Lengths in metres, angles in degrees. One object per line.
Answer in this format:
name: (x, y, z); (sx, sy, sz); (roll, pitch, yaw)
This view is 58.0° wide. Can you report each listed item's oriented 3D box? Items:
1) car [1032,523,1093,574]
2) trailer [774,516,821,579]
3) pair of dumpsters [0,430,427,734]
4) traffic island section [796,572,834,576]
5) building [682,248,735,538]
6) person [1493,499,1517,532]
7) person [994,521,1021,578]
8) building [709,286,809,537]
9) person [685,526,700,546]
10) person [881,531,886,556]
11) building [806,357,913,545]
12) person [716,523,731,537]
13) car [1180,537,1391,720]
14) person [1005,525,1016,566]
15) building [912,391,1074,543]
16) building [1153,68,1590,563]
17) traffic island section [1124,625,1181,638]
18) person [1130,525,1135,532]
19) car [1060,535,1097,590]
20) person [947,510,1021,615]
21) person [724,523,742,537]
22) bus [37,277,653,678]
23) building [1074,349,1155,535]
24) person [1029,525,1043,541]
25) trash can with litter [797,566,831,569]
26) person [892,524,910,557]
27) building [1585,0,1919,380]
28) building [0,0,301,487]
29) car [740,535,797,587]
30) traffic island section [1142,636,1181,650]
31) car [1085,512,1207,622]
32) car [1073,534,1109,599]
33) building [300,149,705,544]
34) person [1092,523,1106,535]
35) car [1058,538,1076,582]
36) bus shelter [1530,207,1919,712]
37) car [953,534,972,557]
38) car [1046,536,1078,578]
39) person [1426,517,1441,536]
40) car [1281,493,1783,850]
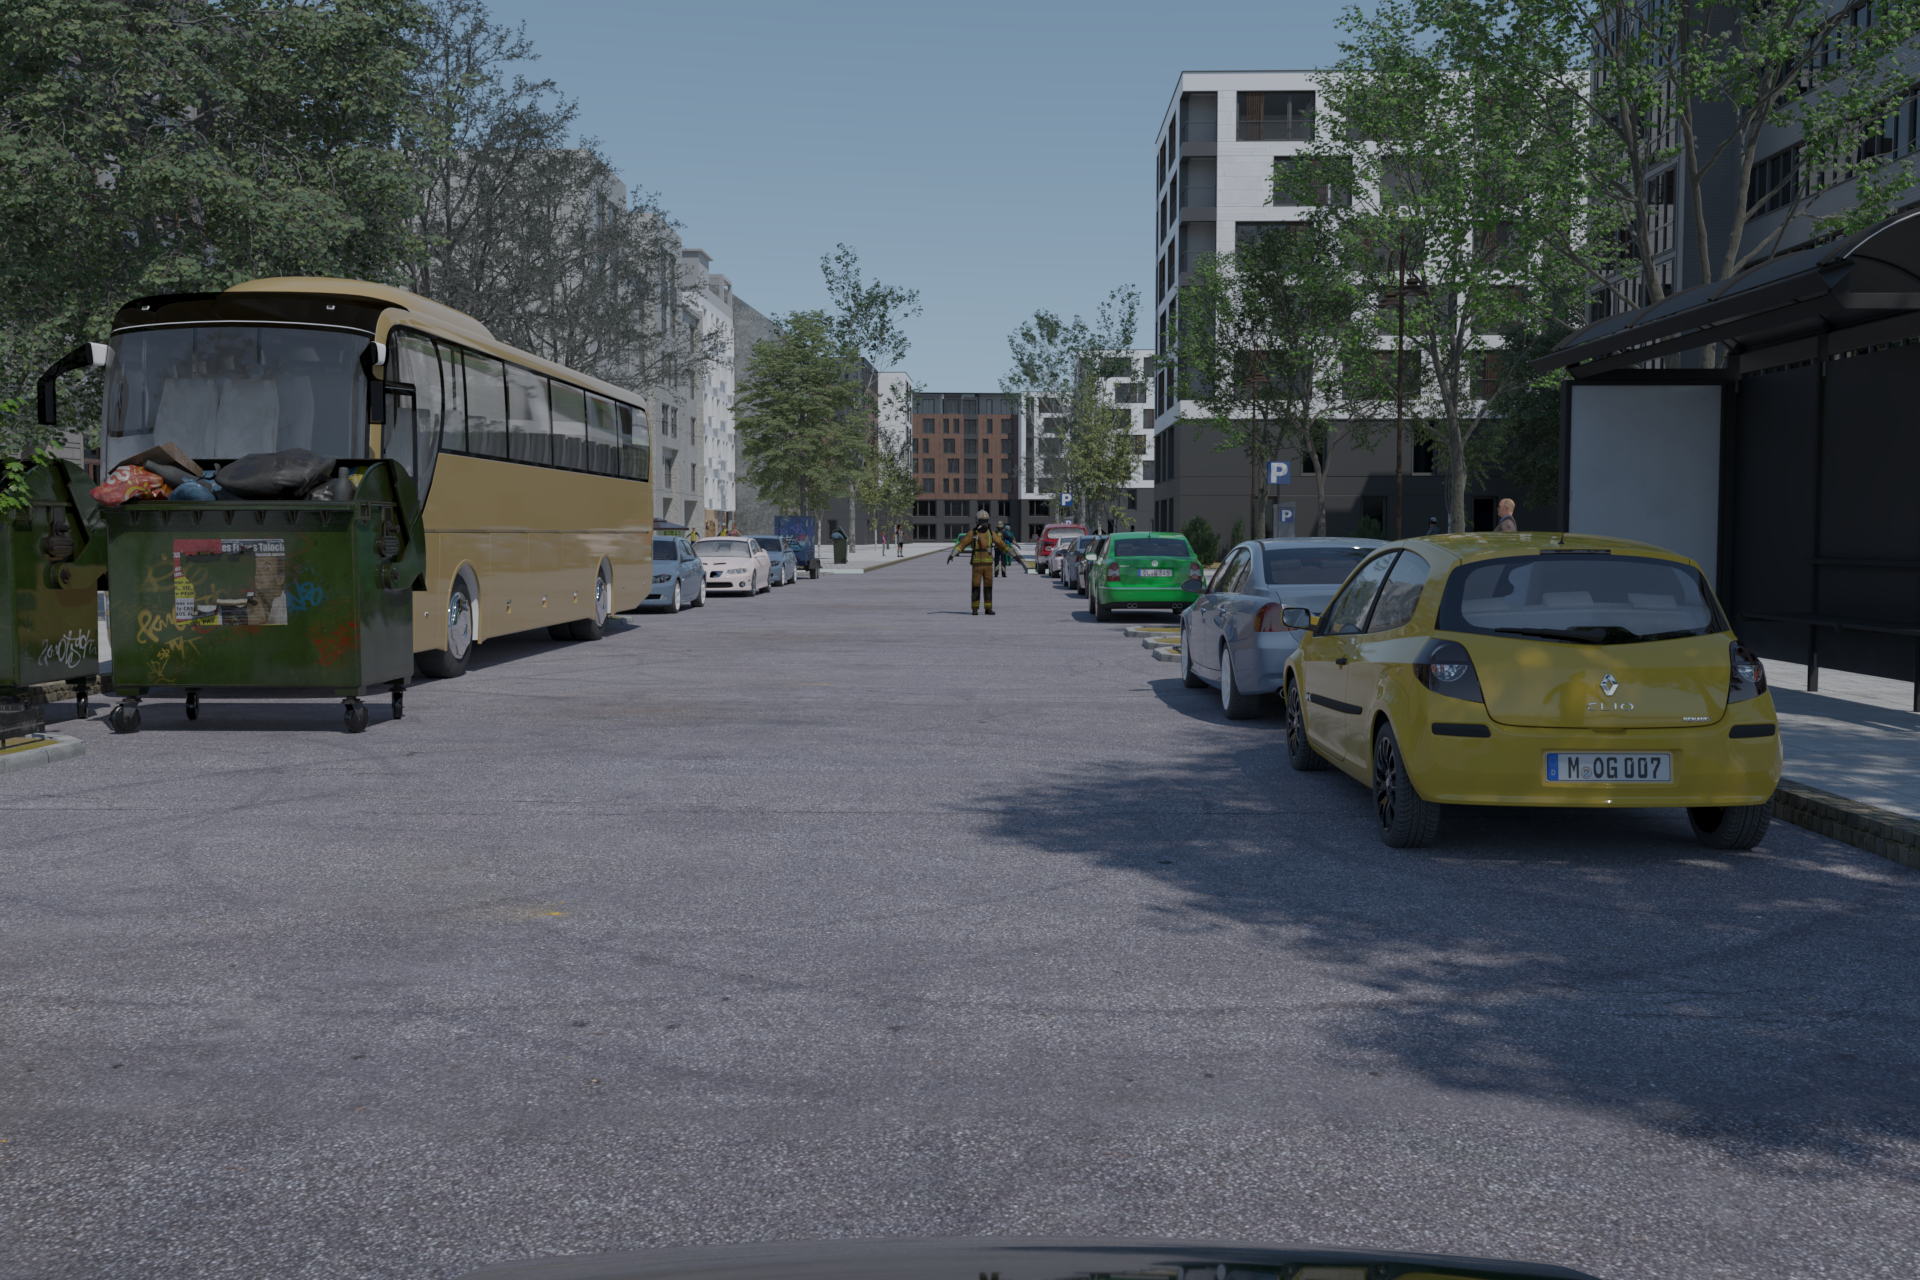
car: (3.794, -3.342, 63.316); (2.281, 1.827, 5.304); (0, 4, 1)
trailer: (-5.282, -2.913, 54.670); (1.471, 1.999, 3.904); (0, 4, 2)
pair of dumpsters: (-6.370, -0.484, 12.858); (4.436, 2.255, 1.574); (0, 4, 2)
traffic island section: (-5.451, -2.311, 60.654); (1.991, 0.108, 1.994); (0, 4, 1)
building: (-22.037, -15.888, 116.185); (16.016, 20.090, 11.380); (0, 4, 1)
person: (7.321, -1.031, 23.450); (0.434, 1.755, 0.990); (1, 4, 22)
person: (1.328, -2.989, 57.109); (1.354, 1.856, 0.705); (0, 4, 8)
building: (-22.529, -18.846, 139.056); (19.493, 23.208, 18.063); (0, 4, 1)
person: (-15.730, -5.838, 101.916); (1.216, 1.772, 0.721); (2, 4, 33)
person: (-4.399, -5.628, 101.283); (0.599, 1.433, 0.991); (0, 4, -5)
building: (-20.866, -22.776, 216.365); (27.936, 21.610, 32.646); (0, 4, 2)
person: (-11.836, -4.940, 86.738); (1.349, 1.833, 0.705); (3, 5, 41)
car: (2.932, -0.162, 14.651); (2.014, 1.417, 4.499); (0, 4, 1)
person: (2.082, -4.188, 77.055); (0.704, 1.817, 1.347); (3, 5, 45)
building: (5.209, -25.243, 259.154); (32.646, 21.610, 27.936); (0, 4, -5)
building: (24.183, -15.210, 92.665); (27.936, 21.610, 32.646); (0, 4, 2)
traffic island section: (3.341, -0.101, 24.521); (1.991, 0.108, 1.994); (0, 4, 2)
person: (8.893, -5.104, 90.164); (0.721, 1.740, 1.216); (3, 5, 44)
car: (3.681, -2.075, 45.925); (2.014, 1.417, 4.499); (0, 4, 1)
person: (0.400, -1.370, 30.627); (1.354, 1.858, 0.705); (-1, 4, -16)
person: (-9.319, -3.922, 70.924); (1.217, 1.733, 0.721); (2, 4, 26)
bus: (-6.092, -1.769, 20.463); (2.896, 3.916, 12.252); (0, 4, 1)
building: (27.499, -22.233, 207.487); (27.936, 21.610, 32.646); (0, 4, 2)
person: (4.478, -5.568, 97.217); (1.347, 1.806, 0.705); (-3, 4, -36)
trash can with litter: (-5.606, -3.296, 64.948); (1.678, 1.210, 2.233); (0, 4, 1)
person: (-3.298, -5.493, 95.956); (0.704, 1.843, 1.345); (3, 5, 43)
building: (29.868, -14.144, 50.321); (14.314, 24.678, 30.058); (0, 4, 2)
building: (-29.688, -13.348, 54.394); (11.583, 22.565, 21.152); (0, 4, 1)
car: (-5.625, -2.239, 48.603); (2.014, 1.417, 4.499); (0, 4, 1)
traffic island section: (3.336, 0.055, 21.968); (1.991, 0.108, 1.994); (0, 4, 2)
car: (3.149, -1.276, 29.652); (1.959, 1.807, 4.718); (0, 4, 2)
car: (3.624, -1.825, 39.622); (2.009, 1.686, 4.222); (0, 3, 0)
building: (-25.137, -14.021, 95.697); (16.747, 18.905, 31.486); (0, 4, 1)
person: (6.910, -4.867, 85.508); (1.347, 1.837, 0.705); (-2, 4, -24)
car: (3.838, -2.319, 50.495); (1.945, 1.354, 3.894); (0, 4, 1)
bus shelter: (6.188, -1.179, 13.197); (2.014, 3.302, 5.546); (0, 4, 1)
car: (0.563, -6.289, 111.614); (1.959, 1.807, 4.718); (0, 4, 2)
car: (3.919, -2.775, 57.729); (2.083, 1.381, 4.827); (0, 4, 1)
person: (15.970, -3.225, 58.574); (0.704, 1.849, 1.345); (3, 5, 45)
car: (2.823, 0.056, 9.309); (2.015, 1.641, 3.980); (0, 4, 2)
